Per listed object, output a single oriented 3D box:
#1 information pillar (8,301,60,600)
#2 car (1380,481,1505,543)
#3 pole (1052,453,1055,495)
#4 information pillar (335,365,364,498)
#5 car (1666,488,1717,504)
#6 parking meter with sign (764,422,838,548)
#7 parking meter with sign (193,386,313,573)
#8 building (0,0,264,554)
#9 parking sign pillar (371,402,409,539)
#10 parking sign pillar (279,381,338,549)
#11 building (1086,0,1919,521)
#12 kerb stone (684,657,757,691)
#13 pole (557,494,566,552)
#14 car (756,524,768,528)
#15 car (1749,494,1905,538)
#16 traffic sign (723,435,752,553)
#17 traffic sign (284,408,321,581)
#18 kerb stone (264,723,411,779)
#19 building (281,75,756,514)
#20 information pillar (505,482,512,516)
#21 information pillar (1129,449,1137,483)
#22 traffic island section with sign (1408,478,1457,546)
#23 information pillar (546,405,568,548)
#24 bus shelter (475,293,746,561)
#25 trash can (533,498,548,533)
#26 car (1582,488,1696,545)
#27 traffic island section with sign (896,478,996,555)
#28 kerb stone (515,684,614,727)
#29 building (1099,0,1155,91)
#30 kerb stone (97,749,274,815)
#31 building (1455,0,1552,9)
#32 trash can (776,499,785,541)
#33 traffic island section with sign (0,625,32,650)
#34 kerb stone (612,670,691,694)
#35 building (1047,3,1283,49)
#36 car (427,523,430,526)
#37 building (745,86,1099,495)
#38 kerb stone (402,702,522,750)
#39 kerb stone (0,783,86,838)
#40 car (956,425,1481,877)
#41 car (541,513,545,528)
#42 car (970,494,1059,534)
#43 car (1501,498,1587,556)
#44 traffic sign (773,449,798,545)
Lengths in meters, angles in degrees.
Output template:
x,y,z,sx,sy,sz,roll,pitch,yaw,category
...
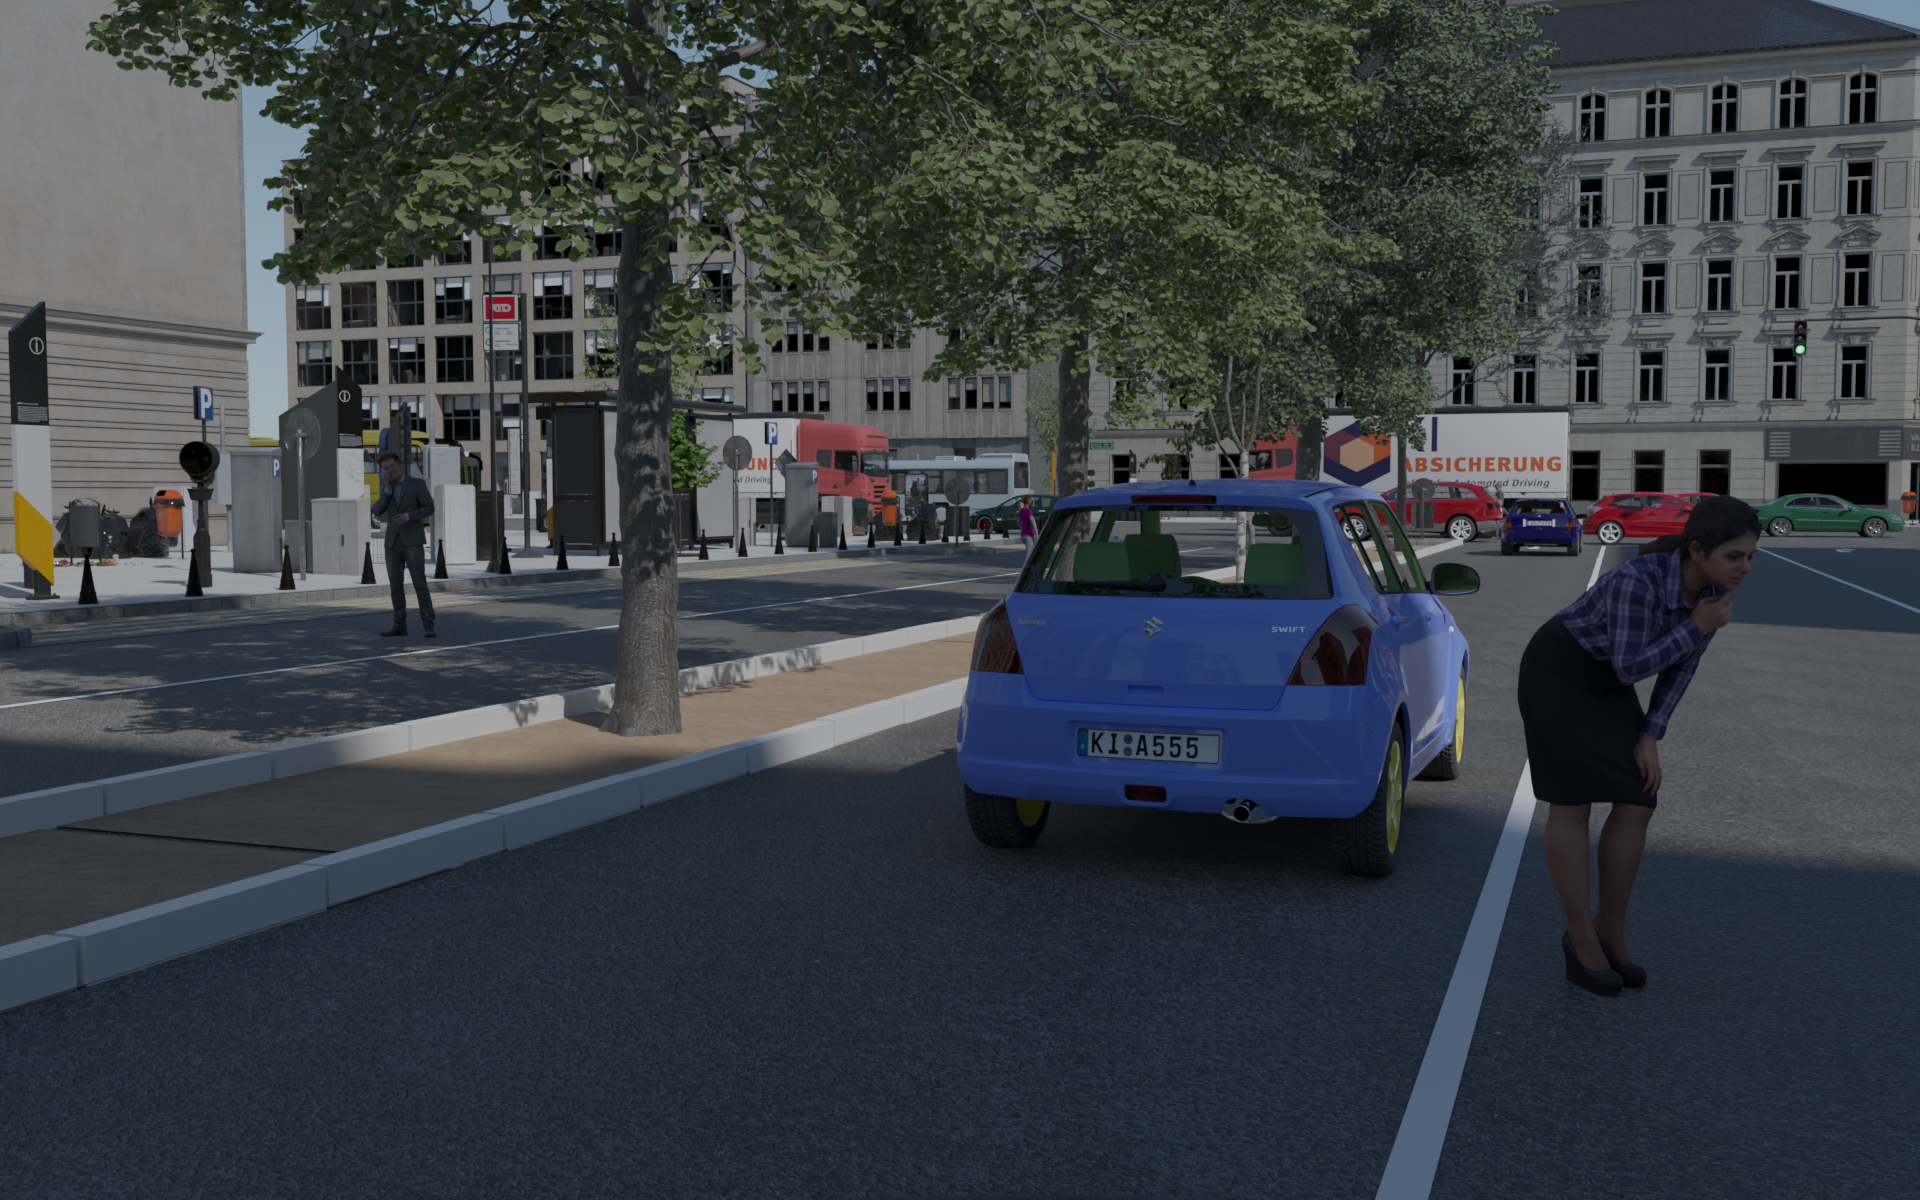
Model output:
x,y,z,sx,sy,sz,roll,pitch,yaw,category
-11.190,-1.806,20.889,0.183,3.616,0.504,1,4,21,information pillar
13.778,-2.684,52.551,5.304,1.827,2.281,1,4,22,car
4.654,-5.651,86.242,0.158,3.312,0.155,0,3,0,pole
-11.161,-2.465,31.663,0.504,3.616,0.183,-3,5,-44,information pillar
27.695,-3.357,63.927,4.494,1.783,2.155,1,4,20,car
-3.795,-2.777,41.667,1.738,3.016,0.543,1,4,20,parking meter with sign
-11.432,-1.949,28.135,1.738,3.016,0.543,0,3,0,parking meter with sign
-28.798,-12.577,41.792,21.152,22.565,11.583,1,4,21,building
-16.381,-3.772,50.142,1.447,3.967,1.447,0,4,2,parking sign pillar
-15.262,-3.188,40.601,1.447,3.967,1.447,-2,4,-24,parking sign pillar
29.748,-19.540,95.899,44.131,29.872,17.030,1,4,21,building
-1.828,0.563,12.991,0.120,0.150,1.000,1,4,21,kerb stone
-8.779,-2.707,38.100,0.158,3.312,0.155,0,3,0,pole
-9.890,-3.826,72.336,4.222,1.686,2.009,1,4,19,car
28.882,-2.825,57.985,4.920,1.459,2.131,1,4,19,car
-4.841,-2.290,37.548,0.768,2.556,0.104,2,4,27,traffic sign
-9.751,-1.561,25.636,0.768,2.556,0.104,2,4,29,traffic sign
-3.289,0.799,9.139,0.120,0.150,1.000,1,4,21,kerb stone
-25.339,-19.150,117.623,34.151,26.468,19.350,1,4,21,building
-26.707,-5.990,102.436,0.304,2.012,0.304,-3,5,-44,information pillar
9.037,-6.072,90.628,0.504,3.616,0.183,-3,5,-40,information pillar
12.960,-2.486,48.785,2.006,1.907,1.989,1,4,21,traffic island section with sign
-9.506,-3.025,40.806,0.504,3.616,0.183,0,4,0,information pillar
-7.611,-3.631,36.991,2.179,5.291,8.768,1,4,21,bus shelter
-13.810,-2.814,57.666,0.748,1.137,0.748,0,3,0,trash can
19.970,-2.442,48.964,4.494,1.783,2.155,1,4,23,car
-0.234,-1.988,41.139,1.989,1.847,2.006,1,4,21,traffic island section with sign
-2.552,0.681,11.071,0.120,0.150,1.000,1,4,21,kerb stone
18.002,-30.821,154.027,14.600,45.320,14.200,1,4,21,building
-3.660,0.861,8.169,0.120,0.150,1.000,1,4,21,kerb stone
80.393,-49.508,247.709,20.611,71.187,20.563,1,4,21,building
-4.716,-2.213,47.841,0.748,1.137,0.748,0,3,0,trash can
-9.830,-0.447,15.943,1.989,1.847,2.006,1,4,21,traffic island section with sign
-2.193,0.628,12.033,0.120,0.150,1.000,1,4,21,kerb stone
22.158,-53.489,187.218,31.000,86.520,22.319,1,4,21,building
-25.235,-4.137,76.676,4.494,1.783,2.155,1,4,20,car
-1.220,-17.539,104.790,19.932,24.808,12.078,1,4,21,building
-2.921,0.739,10.113,0.120,0.150,1.000,1,4,21,kerb stone
-4.021,0.917,7.207,0.120,0.150,1.000,1,4,21,kerb stone
1.349,0.099,7.971,1.945,1.707,3.694,1,4,21,car
-14.503,-3.451,68.421,4.499,1.417,2.014,1,4,23,car
2.329,-3.216,62.362,4.222,1.686,2.009,1,4,22,car
13.911,-1.757,41.311,1.945,1.354,3.894,1,4,21,car
-4.417,-2.617,43.967,0.795,2.450,0.064,1,4,23,traffic sign
